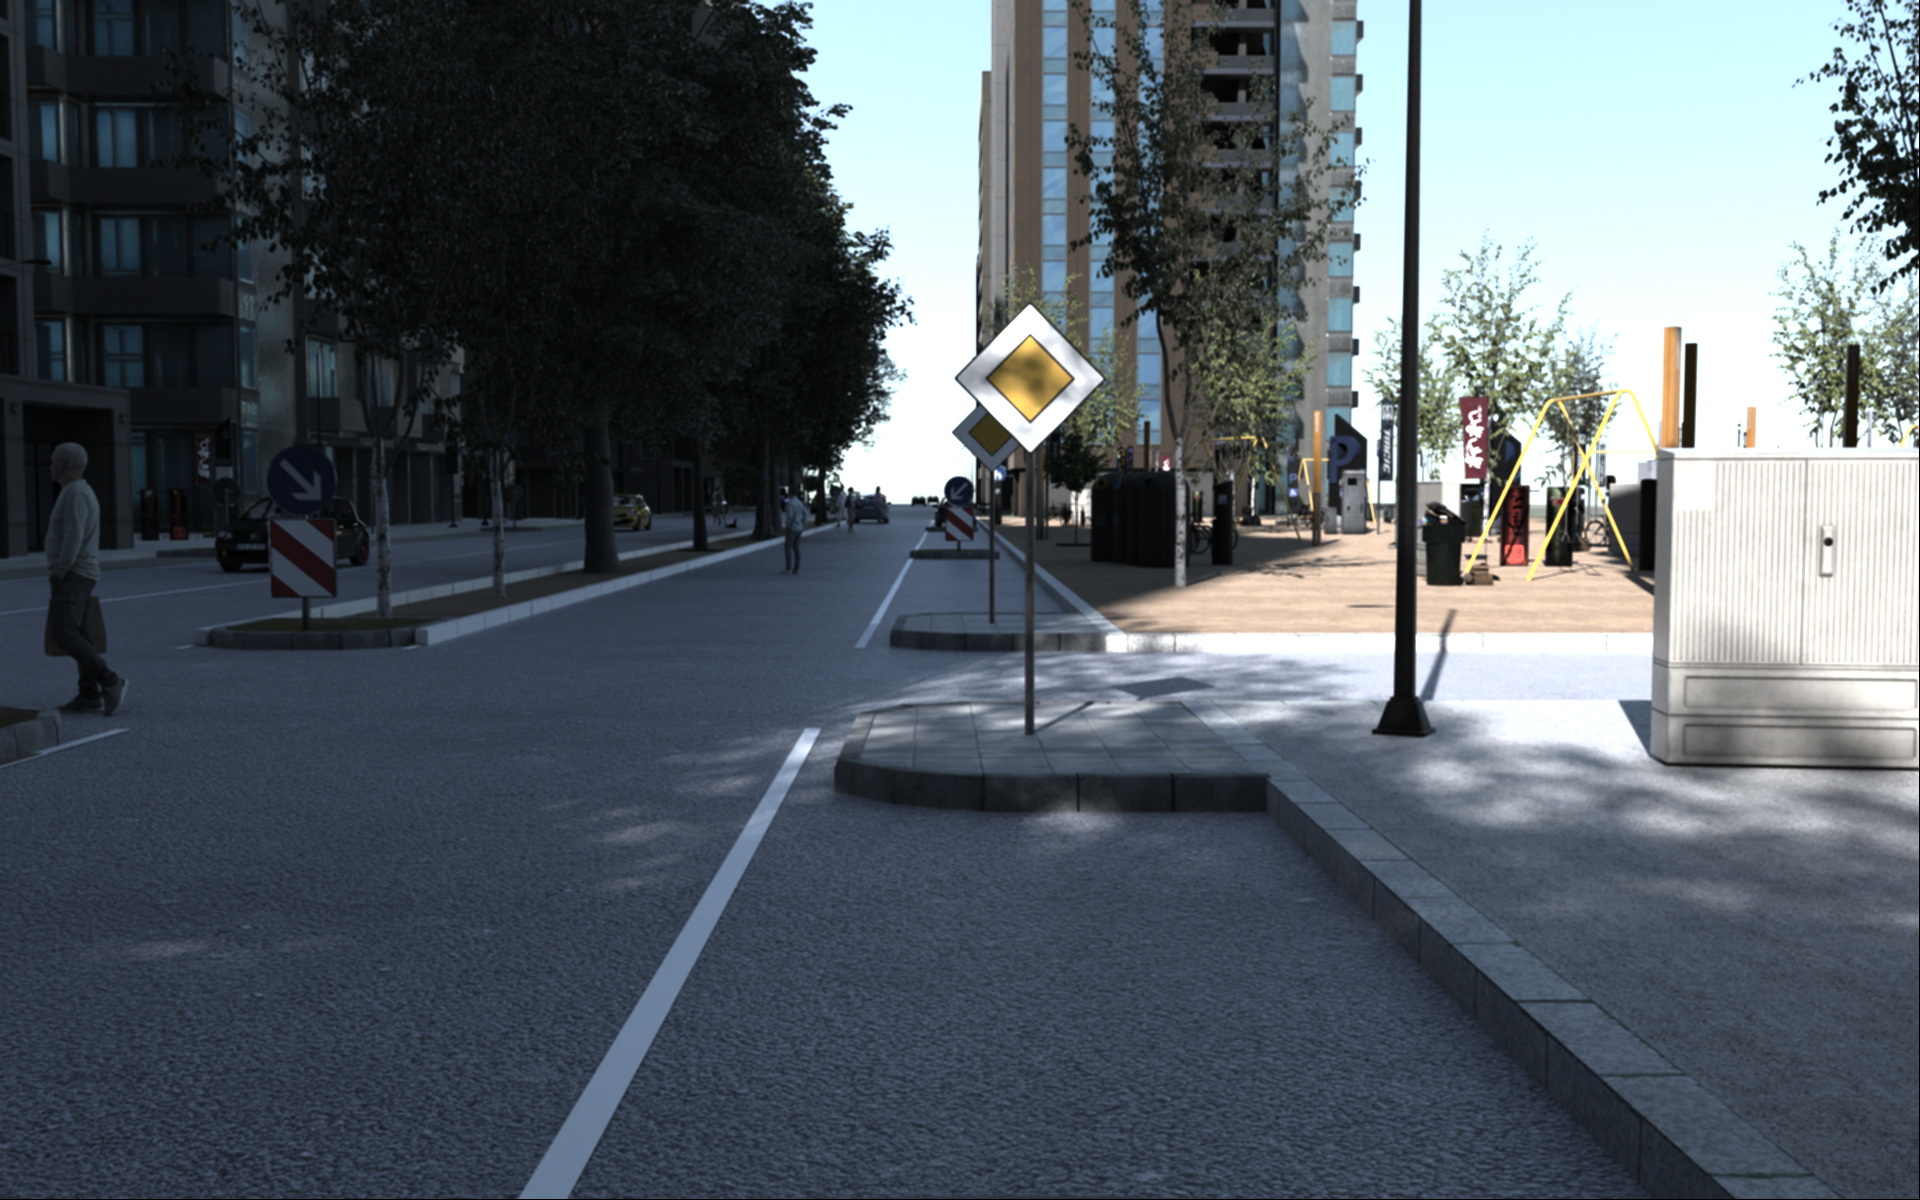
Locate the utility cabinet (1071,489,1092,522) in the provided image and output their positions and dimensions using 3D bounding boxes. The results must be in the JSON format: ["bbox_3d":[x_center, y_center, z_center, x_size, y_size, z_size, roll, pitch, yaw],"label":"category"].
[{"bbox_3d":[5.575,-4.324,79.374,0.318,1.500,1.173,-3,4,-36],"label":"utility cabinet"}]

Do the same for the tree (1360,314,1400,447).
[{"bbox_3d":[17.559,-7.139,67.080,4.737,8.622,4.395,0,3,0],"label":"tree"}]

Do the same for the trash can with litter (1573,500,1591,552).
[{"bbox_3d":[13.654,-1.664,38.600,0.624,1.170,1.055,3,5,40],"label":"trash can with litter"}]

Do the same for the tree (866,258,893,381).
[{"bbox_3d":[-6.861,-9.453,63.663,9.857,13.997,8.962,0,3,0],"label":"tree"}]

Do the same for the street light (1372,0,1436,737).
[{"bbox_3d":[1.846,-2.238,9.135,1.470,5.913,1.316,0,4,0],"label":"street light"}]

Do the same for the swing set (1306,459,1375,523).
[{"bbox_3d":[16.584,-4.896,77.662,3.119,2.851,2.862,-1,4,-12],"label":"swing set"}]

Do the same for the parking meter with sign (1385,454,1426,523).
[{"bbox_3d":[19.675,-4.919,76.693,1.738,3.016,0.543,2,4,33],"label":"parking meter with sign"}]

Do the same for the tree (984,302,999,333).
[{"bbox_3d":[2.646,-6.815,61.788,4.360,8.622,3.978,0,3,0],"label":"tree"}]

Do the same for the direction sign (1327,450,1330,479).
[{"bbox_3d":[19.148,-5.972,89.632,0.379,3.537,0.876,0,4,-5],"label":"direction sign"}]

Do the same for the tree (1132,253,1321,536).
[{"bbox_3d":[8.594,-6.287,53.161,4.737,8.622,4.395,0,3,0],"label":"tree"}]

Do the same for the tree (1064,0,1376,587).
[{"bbox_3d":[3.139,-4.475,23.526,4.360,8.622,3.978,0,3,0],"label":"tree"}]

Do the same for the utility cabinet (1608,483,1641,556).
[{"bbox_3d":[13.990,-1.649,35.636,1.173,1.500,0.318,2,4,28],"label":"utility cabinet"}]

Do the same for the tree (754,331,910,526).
[{"bbox_3d":[-6.410,-8.588,77.286,8.767,10.594,7.601,0,4,0],"label":"tree"}]

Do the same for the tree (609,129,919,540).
[{"bbox_3d":[-6.074,-8.174,53.104,9.611,12.733,9.660,0,3,0],"label":"tree"}]

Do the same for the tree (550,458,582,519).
[{"bbox_3d":[-20.457,-5.844,90.149,1.663,3.219,1.824,0,3,0],"label":"tree"}]

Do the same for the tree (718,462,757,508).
[{"bbox_3d":[-20.743,-11.291,168.315,4.285,4.588,4.351,0,3,0],"label":"tree"}]

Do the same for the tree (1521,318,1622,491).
[{"bbox_3d":[25.921,-7.510,73.155,4.360,8.622,3.978,0,3,0],"label":"tree"}]

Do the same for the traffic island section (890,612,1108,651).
[{"bbox_3d":[0.338,0.308,17.237,2.009,0.180,2.903,0,4,0],"label":"traffic island section"}]

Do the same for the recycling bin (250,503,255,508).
[{"bbox_3d":[-19.433,-2.198,48.487,0.722,1.027,0.722,-1,4,-14],"label":"recycling bin"}]

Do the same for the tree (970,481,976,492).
[{"bbox_3d":[1.108,-14.113,225.352,1.663,3.219,1.824,0,3,0],"label":"tree"}]

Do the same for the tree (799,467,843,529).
[{"bbox_3d":[-6.397,-7.230,71.024,4.360,8.622,3.978,0,3,0],"label":"tree"}]

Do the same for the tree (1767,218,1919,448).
[{"bbox_3d":[23.925,-5.928,47.280,4.737,8.622,4.395,0,3,0],"label":"tree"}]

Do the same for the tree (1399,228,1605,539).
[{"bbox_3d":[15.148,-6.025,48.869,4.737,8.622,4.395,0,3,0],"label":"tree"}]

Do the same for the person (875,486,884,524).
[{"bbox_3d":[-3.894,-4.572,83.265,0.388,1.821,0.555,1,4,22],"label":"person"}]

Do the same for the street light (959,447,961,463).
[{"bbox_3d":[0.862,-10.882,150.465,1.470,5.913,1.316,0,4,0],"label":"street light"}]

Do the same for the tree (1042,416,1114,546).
[{"bbox_3d":[2.763,-2.957,42.954,1.663,3.219,1.824,0,3,0],"label":"tree"}]

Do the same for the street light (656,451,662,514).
[{"bbox_3d":[-19.001,-8.546,112.263,1.470,5.913,1.316,0,4,0],"label":"street light"}]

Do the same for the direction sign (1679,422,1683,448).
[{"bbox_3d":[22.715,-3.842,54.806,0.379,3.537,0.876,-3,4,-38],"label":"direction sign"}]

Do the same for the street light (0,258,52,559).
[{"bbox_3d":[-18.587,-3.775,34.268,1.470,5.913,1.316,0,4,0],"label":"street light"}]

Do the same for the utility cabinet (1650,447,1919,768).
[{"bbox_3d":[3.913,0.033,8.138,1.173,1.500,0.318,0,4,8],"label":"utility cabinet"}]

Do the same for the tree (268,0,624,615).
[{"bbox_3d":[-6.224,-4.290,22.956,4.360,8.622,3.978,0,3,0],"label":"tree"}]

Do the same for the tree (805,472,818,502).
[{"bbox_3d":[-21.683,-16.426,252.282,4.285,4.588,4.351,0,3,0],"label":"tree"}]

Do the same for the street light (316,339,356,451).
[{"bbox_3d":[-18.665,-4.854,51.908,1.470,5.913,1.316,0,4,0],"label":"street light"}]

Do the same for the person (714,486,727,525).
[{"bbox_3d":[-10.977,-4.318,79.441,0.599,1.781,0.374,2,4,24],"label":"person"}]

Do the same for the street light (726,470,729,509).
[{"bbox_3d":[-19.294,-10.691,147.345,1.470,5.913,1.316,0,4,0],"label":"street light"}]

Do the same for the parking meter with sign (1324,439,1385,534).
[{"bbox_3d":[12.502,-3.600,55.128,1.738,3.016,0.543,0,4,2],"label":"parking meter with sign"}]

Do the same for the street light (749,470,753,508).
[{"bbox_3d":[-19.352,-11.771,164.990,1.470,5.913,1.316,0,4,0],"label":"street light"}]

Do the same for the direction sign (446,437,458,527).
[{"bbox_3d":[-19.666,-4.594,67.115,0.379,3.537,0.876,-3,5,-44],"label":"direction sign"}]

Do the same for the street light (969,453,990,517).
[{"bbox_3d":[1.299,-7.651,97.637,1.470,5.913,1.316,0,4,0],"label":"street light"}]

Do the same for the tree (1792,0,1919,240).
[{"bbox_3d":[11.279,-4.217,19.318,4.360,8.622,3.978,0,3,0],"label":"tree"}]

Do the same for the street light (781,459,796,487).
[{"bbox_3d":[-19.618,-13.650,195.719,1.470,5.913,1.316,0,4,0],"label":"street light"}]

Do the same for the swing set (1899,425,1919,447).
[{"bbox_3d":[21.614,-2.479,38.152,2.862,2.851,3.119,0,4,4],"label":"swing set"}]

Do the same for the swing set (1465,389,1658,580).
[{"bbox_3d":[9.814,-1.798,27.025,2.862,2.851,3.119,0,4,-2],"label":"swing set"}]

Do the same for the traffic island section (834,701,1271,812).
[{"bbox_3d":[0.392,0.797,9.252,2.009,0.180,2.903,0,4,0],"label":"traffic island section"}]

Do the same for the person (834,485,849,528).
[{"bbox_3d":[-4.986,-4.021,74.116,0.818,1.842,0.514,0,4,7],"label":"person"}]

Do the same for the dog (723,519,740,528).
[{"bbox_3d":[-9.578,-3.205,72.600,0.748,0.427,0.550,3,4,38],"label":"dog"}]

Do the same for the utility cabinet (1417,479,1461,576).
[{"bbox_3d":[7.328,-1.099,26.642,0.318,1.500,1.173,0,4,-4],"label":"utility cabinet"}]

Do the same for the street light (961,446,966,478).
[{"bbox_3d":[1.023,-9.818,133.070,1.470,5.913,1.316,0,4,0],"label":"street light"}]

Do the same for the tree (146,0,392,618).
[{"bbox_3d":[-6.293,-4.017,18.503,4.360,8.622,3.978,0,3,0],"label":"tree"}]

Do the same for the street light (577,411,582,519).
[{"bbox_3d":[-18.814,-7.053,87.851,1.470,5.913,1.316,0,4,0],"label":"street light"}]

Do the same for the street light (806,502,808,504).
[{"bbox_3d":[-19.700,-14.725,213.292,1.470,5.913,1.316,0,4,0],"label":"street light"}]

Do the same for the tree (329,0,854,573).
[{"bbox_3d":[-6.465,-7.445,30.843,9.857,13.997,8.962,0,3,0],"label":"tree"}]

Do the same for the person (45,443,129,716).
[{"bbox_3d":[-5.775,-0.148,11.411,0.515,1.767,0.782,-2,4,-24],"label":"person"}]

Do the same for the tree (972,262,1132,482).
[{"bbox_3d":[2.452,-6.358,54.321,4.737,8.622,4.395,0,3,0],"label":"tree"}]

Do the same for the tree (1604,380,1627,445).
[{"bbox_3d":[28.642,-8.004,81.229,4.737,8.622,4.395,0,3,0],"label":"tree"}]

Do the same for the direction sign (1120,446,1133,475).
[{"bbox_3d":[7.864,-5.501,81.941,0.379,3.537,0.876,-3,4,-38],"label":"direction sign"}]

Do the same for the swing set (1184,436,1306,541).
[{"bbox_3d":[7.421,-3.096,48.244,2.862,2.851,3.119,-2,4,-27],"label":"swing set"}]

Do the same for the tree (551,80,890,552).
[{"bbox_3d":[-6.574,-7.018,42.950,9.928,11.665,9.643,0,3,0],"label":"tree"}]

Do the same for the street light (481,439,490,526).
[{"bbox_3d":[-18.820,-5.989,70.455,1.470,5.913,1.316,0,4,0],"label":"street light"}]
